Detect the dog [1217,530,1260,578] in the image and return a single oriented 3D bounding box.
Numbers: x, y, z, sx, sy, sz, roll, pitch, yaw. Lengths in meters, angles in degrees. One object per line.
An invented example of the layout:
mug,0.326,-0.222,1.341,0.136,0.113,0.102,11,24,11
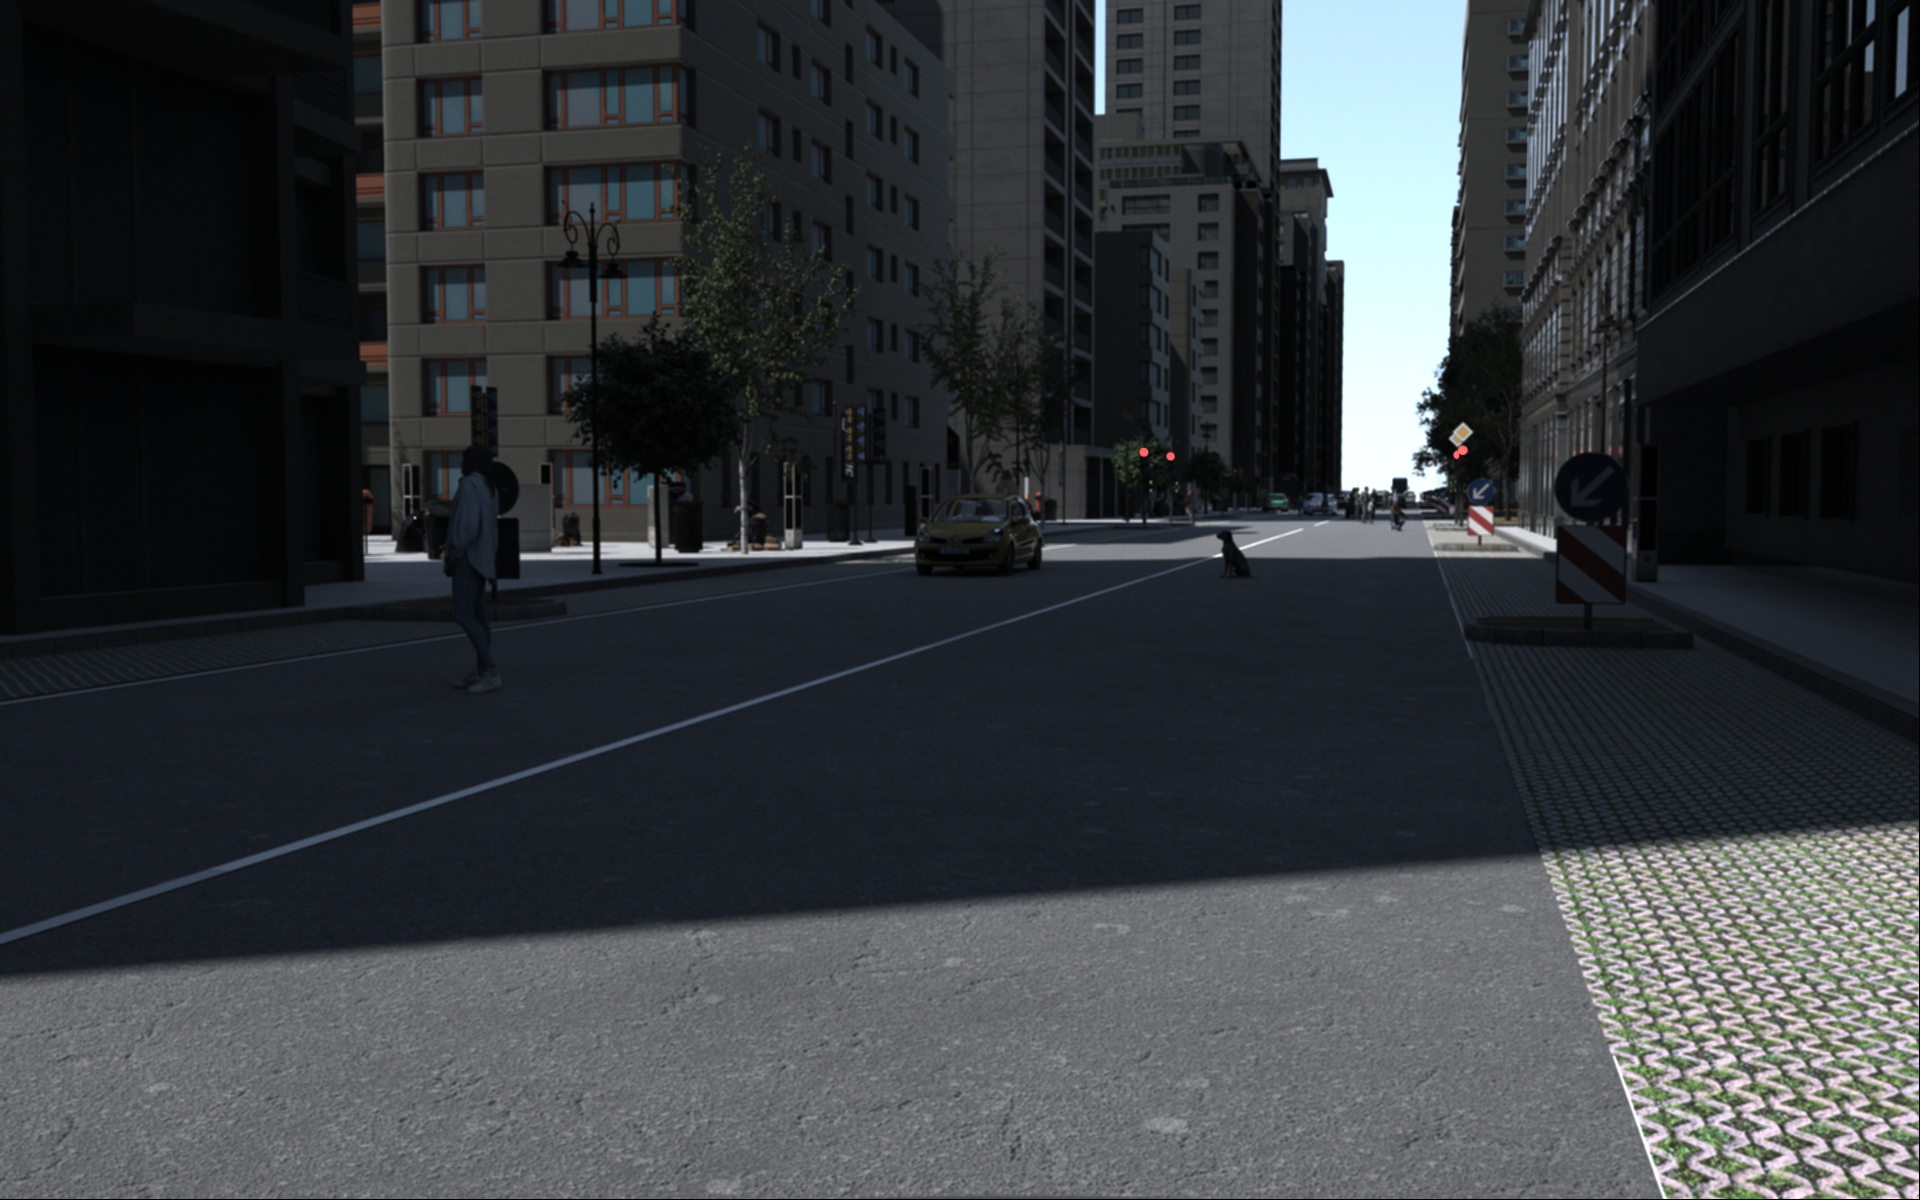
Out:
dog,4.831,-0.786,29.688,0.800,0.831,0.513,1,4,18

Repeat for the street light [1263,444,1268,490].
street light,27.041,-11.037,153.237,0.468,5.910,1.993,1,4,15

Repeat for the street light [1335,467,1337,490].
street light,63.331,-19.491,291.460,0.468,5.910,1.993,1,4,15

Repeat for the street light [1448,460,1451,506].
street light,54.297,-13.421,192.226,0.468,5.910,1.993,1,4,15

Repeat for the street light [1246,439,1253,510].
street light,22.847,-10.049,137.088,0.468,5.910,1.993,1,4,15

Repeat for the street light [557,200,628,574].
street light,-5.824,-3.353,27.603,0.468,5.910,1.993,1,4,15

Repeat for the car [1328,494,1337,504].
car,33.128,-8.840,156.534,2.014,1.417,4.499,1,4,16

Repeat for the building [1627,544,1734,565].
building,19.243,-11.570,38.321,9.793,20.994,18.267,1,4,15

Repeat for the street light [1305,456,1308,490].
street light,42.227,-14.582,211.197,0.468,5.910,1.993,1,4,15

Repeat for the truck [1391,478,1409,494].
truck,70.695,-17.688,278.956,2.967,4.110,18.799,1,4,16

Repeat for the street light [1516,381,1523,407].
street light,21.518,-5.716,66.239,0.468,5.910,1.993,1,4,15

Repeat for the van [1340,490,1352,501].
van,41.700,-10.988,186.668,2.013,2.044,4.112,1,4,15

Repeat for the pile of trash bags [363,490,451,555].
pile of trash bags,-11.713,-1.718,37.841,3.447,1.369,1.912,-3,5,-42

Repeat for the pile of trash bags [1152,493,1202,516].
pile of trash bags,12.700,-5.696,102.886,1.912,1.369,3.447,2,4,28

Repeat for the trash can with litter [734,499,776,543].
trash can with litter,-5.377,-2.098,45.686,1.055,1.170,0.624,-3,5,-44

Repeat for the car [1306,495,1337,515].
car,24.799,-6.499,118.612,2.083,1.381,4.827,1,4,15

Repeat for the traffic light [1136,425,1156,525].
traffic light,7.560,-5.001,70.682,0.839,4.253,0.868,1,4,15

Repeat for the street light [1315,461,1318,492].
street light,48.117,-15.957,233.676,0.468,5.910,1.993,1,4,15

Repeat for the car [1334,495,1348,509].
car,36.660,-9.505,167.980,1.945,1.354,3.894,1,4,16

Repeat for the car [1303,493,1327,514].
car,25.945,-7.152,126.529,1.945,1.707,3.694,1,4,13

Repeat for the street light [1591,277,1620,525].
street light,13.793,-3.935,37.127,0.468,5.910,1.993,1,4,15

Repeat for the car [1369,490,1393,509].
car,40.734,-9.720,167.599,2.281,1.827,5.304,1,4,15

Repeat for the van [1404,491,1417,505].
van,60.851,-13.927,234.713,2.013,2.044,4.112,1,4,13

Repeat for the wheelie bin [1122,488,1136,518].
wheelie bin,9.180,-5.289,94.378,0.693,1.594,0.980,-1,4,-12

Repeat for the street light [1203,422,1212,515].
street light,15.400,-8.277,108.124,0.468,5.910,1.993,1,4,15

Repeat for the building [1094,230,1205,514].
building,2.886,-17.494,131.059,27.650,21.520,28.899,1,4,15

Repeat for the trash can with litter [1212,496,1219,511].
trash can with litter,19.030,-7.137,128.076,0.624,1.170,1.055,-1,4,-18

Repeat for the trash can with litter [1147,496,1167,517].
trash can with litter,10.825,-5.122,95.131,1.055,1.170,0.624,-3,4,-36

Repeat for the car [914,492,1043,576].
car,0.369,-1.321,31.824,2.015,1.641,3.980,1,4,14

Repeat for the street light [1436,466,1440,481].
street light,83.070,-20.111,301.597,0.468,5.910,1.993,1,4,15

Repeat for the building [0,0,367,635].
building,-18.902,-21.909,12.835,22.147,44.769,28.867,1,4,15

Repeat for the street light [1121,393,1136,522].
street light,7.686,-6.513,79.278,0.468,5.910,1.993,1,4,15

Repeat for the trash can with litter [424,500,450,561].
trash can with litter,-9.961,-1.361,33.643,0.624,1.170,1.055,-3,5,-43

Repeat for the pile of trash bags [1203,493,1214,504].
pile of trash bags,19.943,-8.300,145.453,3.447,1.369,1.912,3,5,40

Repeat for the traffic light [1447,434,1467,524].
traffic light,21.596,-5.282,75.287,0.839,4.253,0.868,1,4,15

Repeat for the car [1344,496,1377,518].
car,24.149,-5.623,104.521,1.945,1.354,3.894,1,4,13

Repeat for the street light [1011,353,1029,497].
street light,1.902,-5.147,56.948,0.468,5.910,1.993,1,4,15

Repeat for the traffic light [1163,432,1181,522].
traffic light,9.585,-5.473,78.408,0.839,4.253,0.868,1,4,15

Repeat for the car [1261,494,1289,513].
car,24.502,-7.698,134.666,1.959,1.807,4.718,1,4,16

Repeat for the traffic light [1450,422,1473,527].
traffic light,19.571,-4.810,67.562,0.839,4.253,0.868,1,4,15

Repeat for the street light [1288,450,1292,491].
street light,34.645,-12.810,182.234,0.468,5.910,1.993,1,4,15

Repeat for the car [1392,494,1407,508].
car,44.033,-10.132,174.452,1.959,1.807,4.718,1,4,15

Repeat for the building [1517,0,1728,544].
building,23.659,-12.652,56.014,9.793,20.994,18.267,1,4,15

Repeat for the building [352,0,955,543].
building,-17.690,-13.264,61.904,28.899,21.520,27.650,1,4,15

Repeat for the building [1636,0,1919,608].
building,15.868,-13.674,17.073,14.314,27.812,24.014,1,4,15

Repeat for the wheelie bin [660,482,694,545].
wheelie bin,-7.263,-2.213,44.096,0.980,1.594,0.693,-1,4,-18

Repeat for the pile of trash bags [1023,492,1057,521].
pile of trash bags,3.688,-4.447,82.463,1.912,1.369,3.447,0,4,-3
